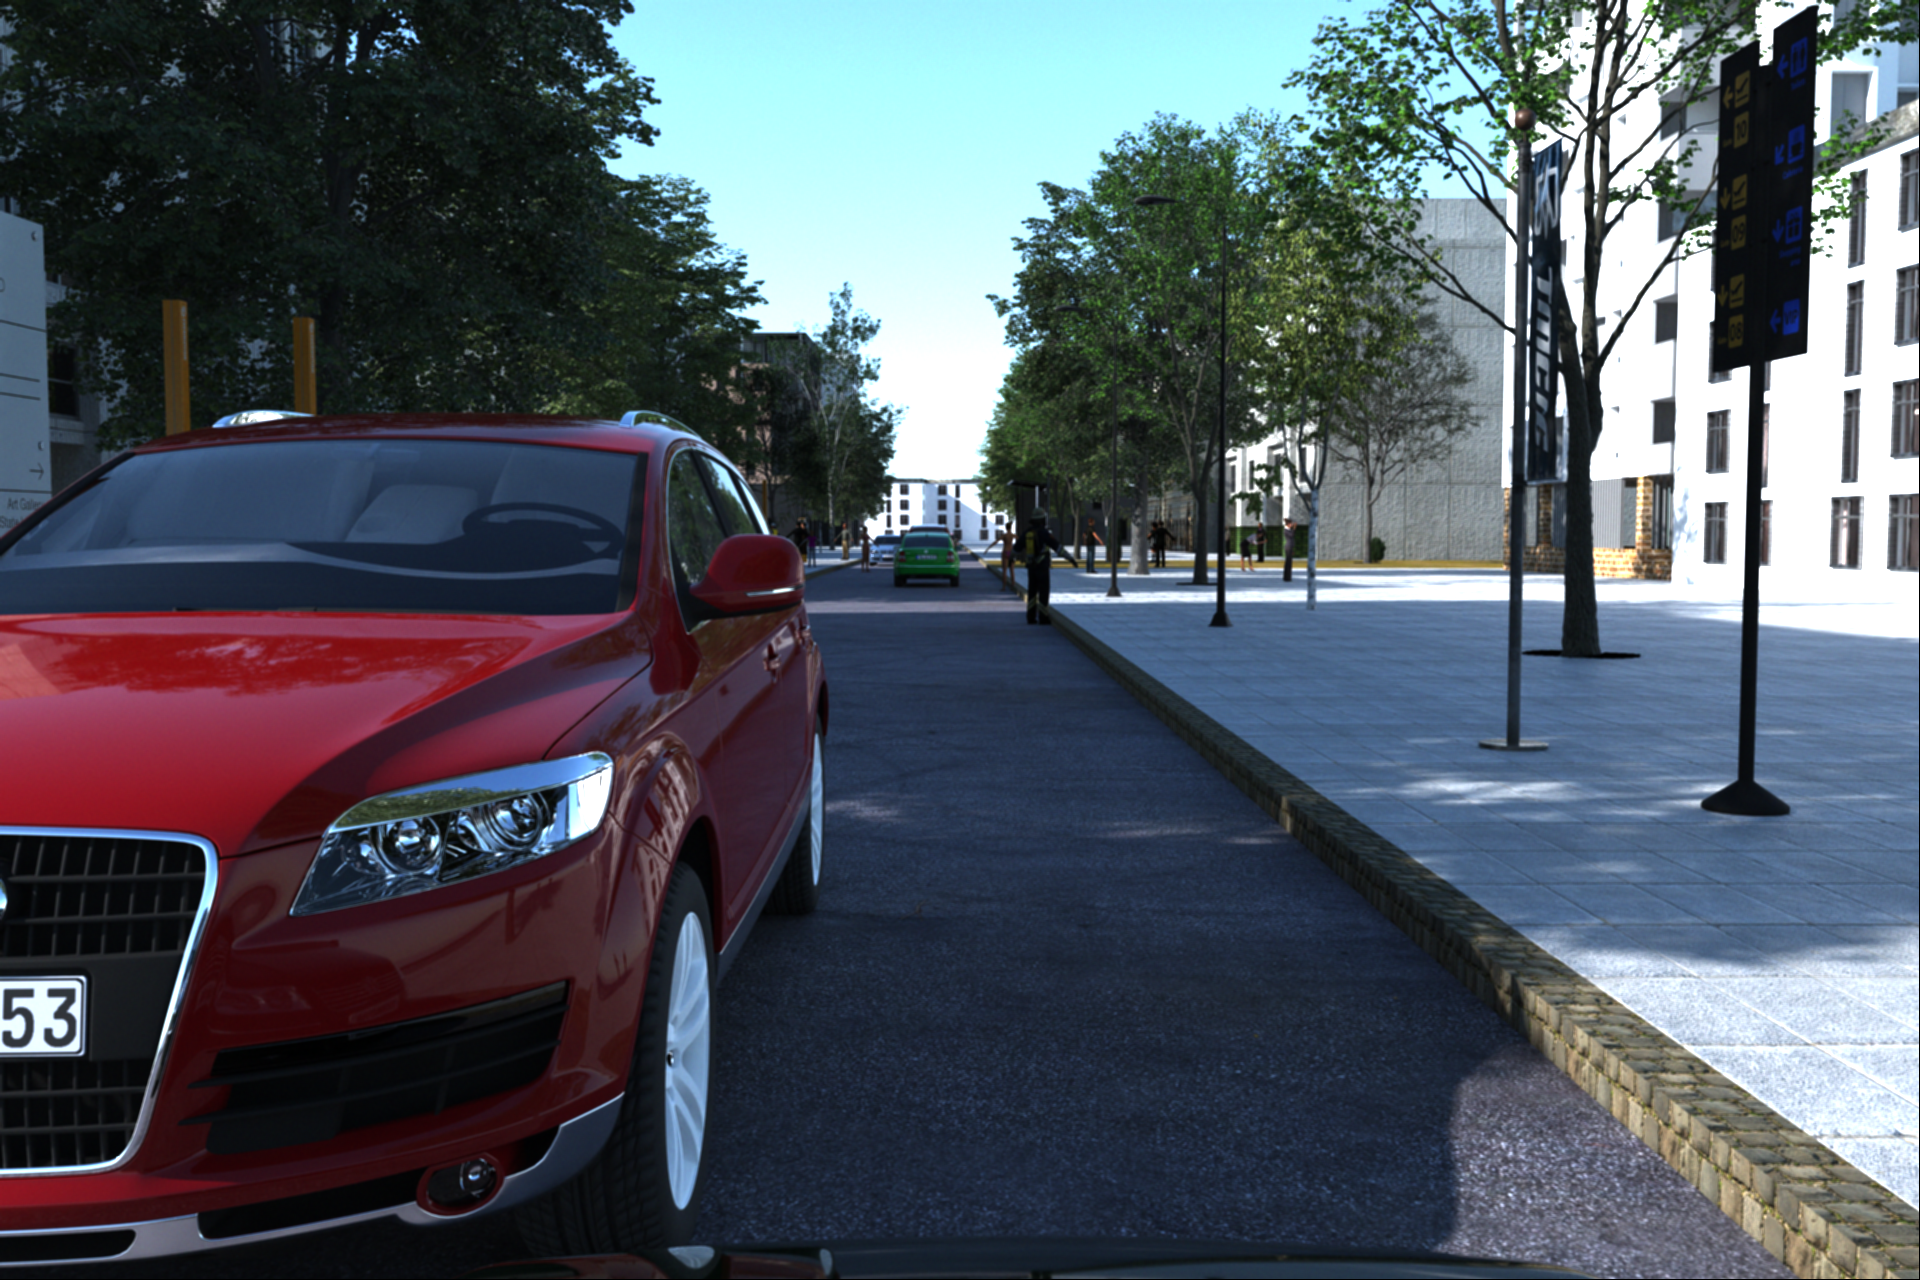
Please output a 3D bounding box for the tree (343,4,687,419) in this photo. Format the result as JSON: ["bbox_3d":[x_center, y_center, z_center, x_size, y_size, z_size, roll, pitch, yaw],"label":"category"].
[{"bbox_3d":[-9.651,-7.285,37.229,7.486,12.596,7.792,0,3,0],"label":"tree"}]

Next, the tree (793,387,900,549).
[{"bbox_3d":[-9.966,-14.880,149.950,9.857,13.997,8.962,0,3,0],"label":"tree"}]

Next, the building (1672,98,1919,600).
[{"bbox_3d":[22.982,-5.436,31.025,9.099,9.664,28.070,0,3,0],"label":"building"}]

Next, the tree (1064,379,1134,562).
[{"bbox_3d":[6.842,-7.888,79.334,4.360,8.622,3.978,0,3,0],"label":"tree"}]

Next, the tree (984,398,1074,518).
[{"bbox_3d":[5.223,-12.614,124.359,7.486,12.596,7.792,0,3,0],"label":"tree"}]

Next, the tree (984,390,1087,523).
[{"bbox_3d":[5.048,-11.880,112.370,7.486,12.596,7.792,0,3,0],"label":"tree"}]

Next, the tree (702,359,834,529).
[{"bbox_3d":[-10.121,-9.646,92.120,7.601,10.594,8.767,1,4,15],"label":"tree"}]

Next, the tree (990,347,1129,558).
[{"bbox_3d":[5.468,-10.306,94.258,9.928,11.665,9.643,0,3,0],"label":"tree"}]

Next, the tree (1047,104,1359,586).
[{"bbox_3d":[6.016,-7.181,43.167,9.928,11.665,9.643,0,3,0],"label":"tree"}]

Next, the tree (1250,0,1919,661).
[{"bbox_3d":[6.481,-5.640,17.969,9.928,11.665,9.643,0,3,0],"label":"tree"}]

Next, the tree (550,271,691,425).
[{"bbox_3d":[-8.939,-5.900,46.828,4.360,8.622,3.978,0,3,0],"label":"tree"}]

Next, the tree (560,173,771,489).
[{"bbox_3d":[-9.655,-8.386,55.231,7.486,12.596,7.792,0,3,0],"label":"tree"}]

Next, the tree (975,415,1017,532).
[{"bbox_3d":[5.216,-14.626,157.263,7.486,12.596,7.792,0,3,0],"label":"tree"}]

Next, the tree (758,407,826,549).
[{"bbox_3d":[-9.165,-9.138,99.761,4.360,8.622,3.978,0,3,0],"label":"tree"}]

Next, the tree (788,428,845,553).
[{"bbox_3d":[-9.286,-10.196,117.072,4.360,8.622,3.978,0,3,0],"label":"tree"}]

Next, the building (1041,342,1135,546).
[{"bbox_3d":[22.522,-21.823,200.773,27.936,21.610,32.646,0,4,-1],"label":"building"}]

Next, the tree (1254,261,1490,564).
[{"bbox_3d":[17.994,-10.095,75.426,12.009,13.543,11.850,0,3,0],"label":"tree"}]

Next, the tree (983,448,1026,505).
[{"bbox_3d":[5.215,-12.577,140.049,7.601,10.594,8.767,-2,4,-28],"label":"tree"}]

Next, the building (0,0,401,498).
[{"bbox_3d":[-29.140,-11.213,49.786,16.747,18.905,31.486,0,4,-1],"label":"building"}]

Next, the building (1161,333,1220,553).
[{"bbox_3d":[25.085,-18.008,125.363,19.493,23.208,18.063,0,3,0],"label":"building"}]

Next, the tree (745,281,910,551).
[{"bbox_3d":[-10.175,-16.904,132.264,12.611,20.169,13.585,0,3,0],"label":"tree"}]

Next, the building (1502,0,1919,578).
[{"bbox_3d":[24.279,-12.408,59.291,16.016,20.090,11.380,0,4,-1],"label":"building"}]

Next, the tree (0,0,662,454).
[{"bbox_3d":[-8.848,-7.171,23.902,9.857,13.997,8.962,0,3,0],"label":"tree"}]

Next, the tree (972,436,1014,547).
[{"bbox_3d":[4.963,-14.781,167.418,9.928,11.665,9.643,0,3,0],"label":"tree"}]

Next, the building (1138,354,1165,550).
[{"bbox_3d":[24.904,-19.131,143.717,19.493,23.208,18.063,0,3,0],"label":"building"}]

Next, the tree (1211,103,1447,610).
[{"bbox_3d":[6.057,-4.832,29.370,4.737,8.622,4.395,0,3,0],"label":"tree"}]

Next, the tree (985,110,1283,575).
[{"bbox_3d":[5.640,-9.023,54.179,9.857,13.997,8.962,0,3,0],"label":"tree"}]

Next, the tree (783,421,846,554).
[{"bbox_3d":[-9.518,-9.751,109.789,4.737,8.622,4.395,0,3,0],"label":"tree"}]

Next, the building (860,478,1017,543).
[{"bbox_3d":[-5.282,-19.286,259.925,28.070,9.664,9.099,0,4,4],"label":"building"}]

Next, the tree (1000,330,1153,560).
[{"bbox_3d":[5.761,-9.790,85.822,9.928,11.665,9.643,0,3,0],"label":"tree"}]

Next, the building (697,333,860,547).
[{"bbox_3d":[-26.049,-21.290,192.066,27.936,21.610,32.646,0,4,0],"label":"building"}]

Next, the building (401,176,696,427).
[{"bbox_3d":[-26.119,-14.335,100.829,16.747,18.905,31.486,0,4,0],"label":"building"}]

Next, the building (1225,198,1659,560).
[{"bbox_3d":[25.811,-14.275,99.850,16.747,18.905,31.486,0,3,0],"label":"building"}]

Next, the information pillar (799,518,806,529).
[{"bbox_3d":[-7.289,-4.625,80.118,0.304,2.012,0.304,0,4,-1],"label":"information pillar"}]

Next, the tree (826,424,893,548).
[{"bbox_3d":[-10.139,-15.002,163.401,7.486,12.596,7.792,0,3,0],"label":"tree"}]
